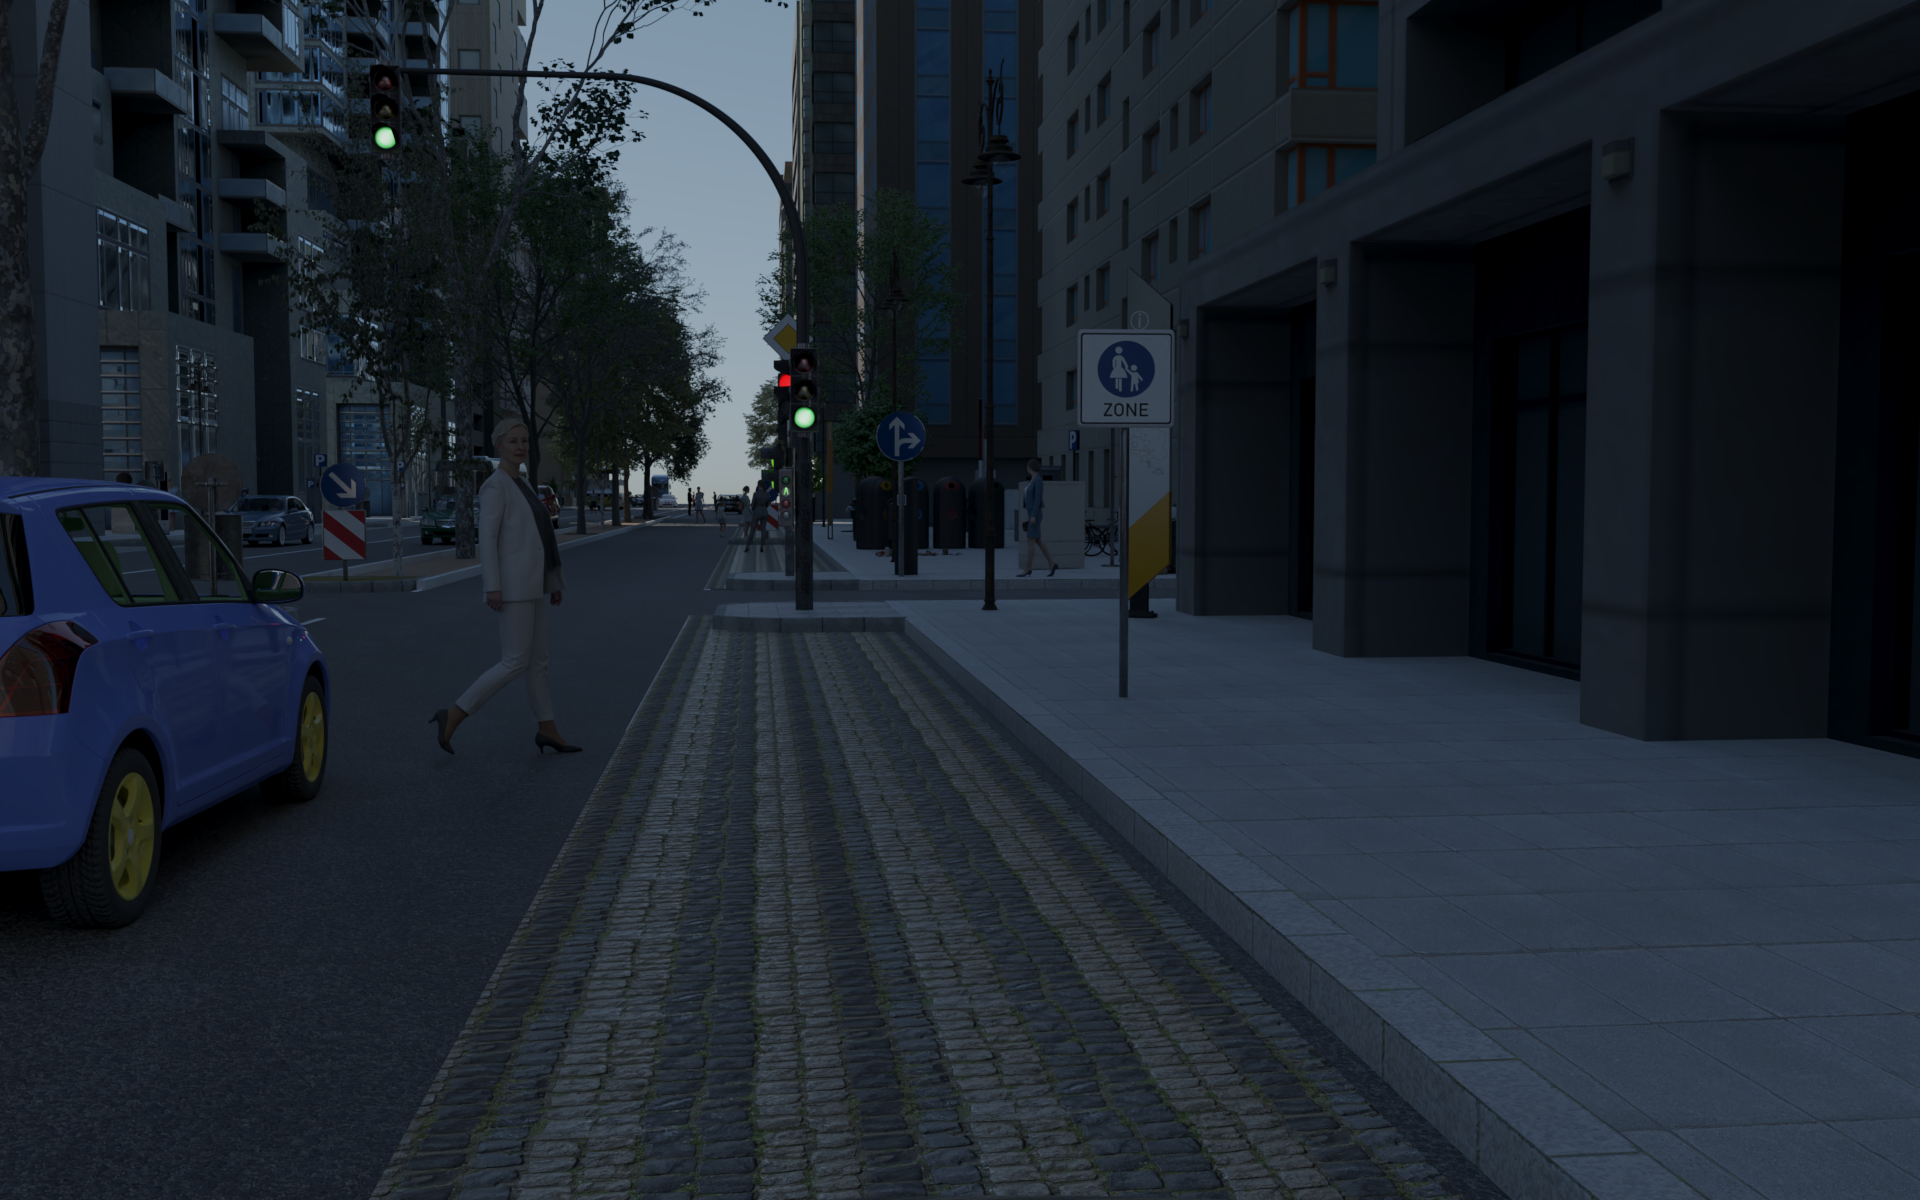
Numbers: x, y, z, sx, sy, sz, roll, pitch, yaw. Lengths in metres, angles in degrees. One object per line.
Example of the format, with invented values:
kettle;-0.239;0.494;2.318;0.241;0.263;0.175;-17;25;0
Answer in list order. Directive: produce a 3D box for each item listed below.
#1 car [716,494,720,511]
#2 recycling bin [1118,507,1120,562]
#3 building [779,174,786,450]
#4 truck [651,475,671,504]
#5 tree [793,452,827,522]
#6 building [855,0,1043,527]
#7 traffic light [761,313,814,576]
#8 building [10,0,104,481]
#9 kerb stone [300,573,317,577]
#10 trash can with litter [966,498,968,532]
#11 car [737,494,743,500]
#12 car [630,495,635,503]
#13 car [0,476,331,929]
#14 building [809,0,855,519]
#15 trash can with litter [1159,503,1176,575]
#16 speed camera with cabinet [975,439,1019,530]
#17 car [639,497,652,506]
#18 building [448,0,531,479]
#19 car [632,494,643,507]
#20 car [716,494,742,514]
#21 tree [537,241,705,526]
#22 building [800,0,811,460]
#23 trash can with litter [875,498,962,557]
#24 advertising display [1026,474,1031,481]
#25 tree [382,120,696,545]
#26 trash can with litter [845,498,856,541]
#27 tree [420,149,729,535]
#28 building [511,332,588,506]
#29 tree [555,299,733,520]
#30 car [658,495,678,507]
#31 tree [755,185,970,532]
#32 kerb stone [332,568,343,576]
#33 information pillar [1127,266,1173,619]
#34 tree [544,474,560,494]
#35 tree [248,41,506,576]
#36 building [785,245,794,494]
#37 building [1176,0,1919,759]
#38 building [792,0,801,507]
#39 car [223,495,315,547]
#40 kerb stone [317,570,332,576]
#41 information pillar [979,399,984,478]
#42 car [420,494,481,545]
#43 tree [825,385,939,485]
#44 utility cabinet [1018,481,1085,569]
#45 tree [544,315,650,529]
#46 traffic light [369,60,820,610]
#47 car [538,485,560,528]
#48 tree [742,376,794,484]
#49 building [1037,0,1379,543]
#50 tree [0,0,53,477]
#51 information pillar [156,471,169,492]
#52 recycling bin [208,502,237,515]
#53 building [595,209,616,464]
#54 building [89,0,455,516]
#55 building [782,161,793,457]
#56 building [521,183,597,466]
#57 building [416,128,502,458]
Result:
car;-20.001;-8.339;148.135;2.131;1.459;4.920;-1;4;-8
recycling bin;3.391;-1.257;33.109;0.722;1.027;0.722;0;4;5
building;-15.195;-38.316;250.175;21.300;48.544;21.600;0;4;-7
truck;-42.040;-15.636;245.414;2.967;4.110;18.799;0;4;-7
tree;-7.080;-5.611;86.344;1.663;3.219;1.824;0;3;0
building;2.843;-25.892;73.451;14.600;45.320;14.200;0;4;-7
traffic light;-2.687;-2.332;27.048;0.839;4.253;0.868;0;4;-7
building;-35.112;-30.242;36.456;21.231;58.520;28.212;0;4;-7
kerb stone;-10.279;-0.297;27.047;0.120;0.150;1.000;0;4;-7
trash can with litter;0.546;-2.846;57.912;1.055;1.170;0.624;-1;4;-16
car;-29.997;-13.750;236.615;2.131;1.459;4.920;-1;4;-8
car;-45.165;-13.979;241.129;1.945;1.354;3.894;0;4;-5
car;-3.721;0.164;6.911;1.945;1.707;3.694;0;4;-7
building;-1.296;-19.815;95.684;14.160;30.474;14.107;0;4;-7
trash can with litter;3.367;-1.000;27.739;1.055;1.170;0.624;-3;5;-40
speed camera with cabinet;1.601;-4.178;62.640;2.038;3.252;0.660;0;4;8
car;-37.211;-11.847;206.056;2.083;1.381;4.827;0;4;-8
building;-53.815;-34.655;155.849;28.713;52.752;27.495;0;4;-7
car;-36.394;-11.466;197.250;2.009;1.686;4.222;0;4;-6
car;-16.339;-6.920;122.922;2.009;1.686;4.222;0;4;-6
tree;-15.178;-9.533;76.453;7.486;12.596;7.792;0;3;0
building;-5.308;-27.557;134.148;14.154;41.232;14.086;0;4;-7
trash can with litter;-0.876;-1.528;36.043;2.233;1.210;1.678;-2;4;-24
advertising display;2.391;-3.161;56.896;0.123;1.923;0.974;1;4;23
tree;-11.971;-7.336;48.151;9.928;11.665;9.643;0;3;0
trash can with litter;-2.573;-2.197;47.309;0.624;1.170;1.055;3;5;39
tree;-13.382;-9.045;60.716;12.009;13.543;11.850;0;3;0
building;-56.607;-21.478;196.210;27.650;21.520;28.899;0;4;-7
tree;-17.494;-10.834;96.596;9.611;12.733;9.660;0;3;0
car;-31.595;-10.713;187.518;2.083;1.381;4.827;0;4;-7
tree;-3.285;-8.097;58.147;9.928;11.665;9.643;0;3;0
kerb stone;-10.516;-0.421;29.084;0.120;0.150;1.000;0;4;-7
information pillar;1.935;-1.620;17.840;0.504;3.616;0.183;2;4;26
tree;-39.184;-10.527;166.724;1.663;3.219;1.824;0;3;0
tree;-9.209;-4.601;28.042;4.360;8.622;3.978;0;3;0
building;-13.396;-26.355;202.601;14.160;30.474;14.107;0;4;-7
building;13.699;-34.835;7.808;20.563;71.187;20.611;0;4;-7
building;-5.152;-33.202;166.550;21.300;48.544;21.600;0;4;-7
car;-19.325;-2.217;48.256;2.014;1.417;4.499;0;4;-5
kerb stone;-10.399;-0.359;28.062;0.120;0.150;1.000;0;4;-7
information pillar;0.523;-3.148;42.832;0.183;3.616;0.504;0;4;5
car;-14.486;-2.373;50.591;2.131;1.459;4.920;0;4;-6
tree;-2.346;-4.170;51.899;4.285;4.588;4.351;0;3;0
utility cabinet;1.562;-1.277;29.558;1.173;1.500;0.318;-2;4;-31
tree;-14.445;-7.142;69.598;4.737;8.622;4.395;0;3;0
traffic light;-3.822;-2.695;18.734;4.771;5.953;1.251;0;4;-7
car;-17.642;-3.811;70.976;2.281;1.827;5.304;0;4;-7
tree;-18.685;-17.012;184.805;9.857;13.997;8.962;0;3;0
building;18.562;-12.270;45.649;28.899;21.520;27.650;0;4;-7
tree;-6.469;-9.461;13.041;12.611;20.169;13.585;0;3;0
information pillar;-25.019;-3.049;54.351;0.304;2.012;0.304;-3;5;-41
recycling bin;-26.327;-3.014;61.826;0.722;1.027;0.722;1;4;15
building;-59.094;-35.744;239.034;22.147;44.769;28.867;0;4;-7
building;-44.686;-48.861;111.557;22.319;86.520;31.000;0;4;-7
building;-11.891;-34.905;225.318;22.147;44.769;28.867;0;4;-7
building;-53.499;-32.672;217.778;14.154;41.232;14.086;0;4;-7
building;-44.249;-22.280;135.985;14.160;30.474;14.107;0;4;-7
